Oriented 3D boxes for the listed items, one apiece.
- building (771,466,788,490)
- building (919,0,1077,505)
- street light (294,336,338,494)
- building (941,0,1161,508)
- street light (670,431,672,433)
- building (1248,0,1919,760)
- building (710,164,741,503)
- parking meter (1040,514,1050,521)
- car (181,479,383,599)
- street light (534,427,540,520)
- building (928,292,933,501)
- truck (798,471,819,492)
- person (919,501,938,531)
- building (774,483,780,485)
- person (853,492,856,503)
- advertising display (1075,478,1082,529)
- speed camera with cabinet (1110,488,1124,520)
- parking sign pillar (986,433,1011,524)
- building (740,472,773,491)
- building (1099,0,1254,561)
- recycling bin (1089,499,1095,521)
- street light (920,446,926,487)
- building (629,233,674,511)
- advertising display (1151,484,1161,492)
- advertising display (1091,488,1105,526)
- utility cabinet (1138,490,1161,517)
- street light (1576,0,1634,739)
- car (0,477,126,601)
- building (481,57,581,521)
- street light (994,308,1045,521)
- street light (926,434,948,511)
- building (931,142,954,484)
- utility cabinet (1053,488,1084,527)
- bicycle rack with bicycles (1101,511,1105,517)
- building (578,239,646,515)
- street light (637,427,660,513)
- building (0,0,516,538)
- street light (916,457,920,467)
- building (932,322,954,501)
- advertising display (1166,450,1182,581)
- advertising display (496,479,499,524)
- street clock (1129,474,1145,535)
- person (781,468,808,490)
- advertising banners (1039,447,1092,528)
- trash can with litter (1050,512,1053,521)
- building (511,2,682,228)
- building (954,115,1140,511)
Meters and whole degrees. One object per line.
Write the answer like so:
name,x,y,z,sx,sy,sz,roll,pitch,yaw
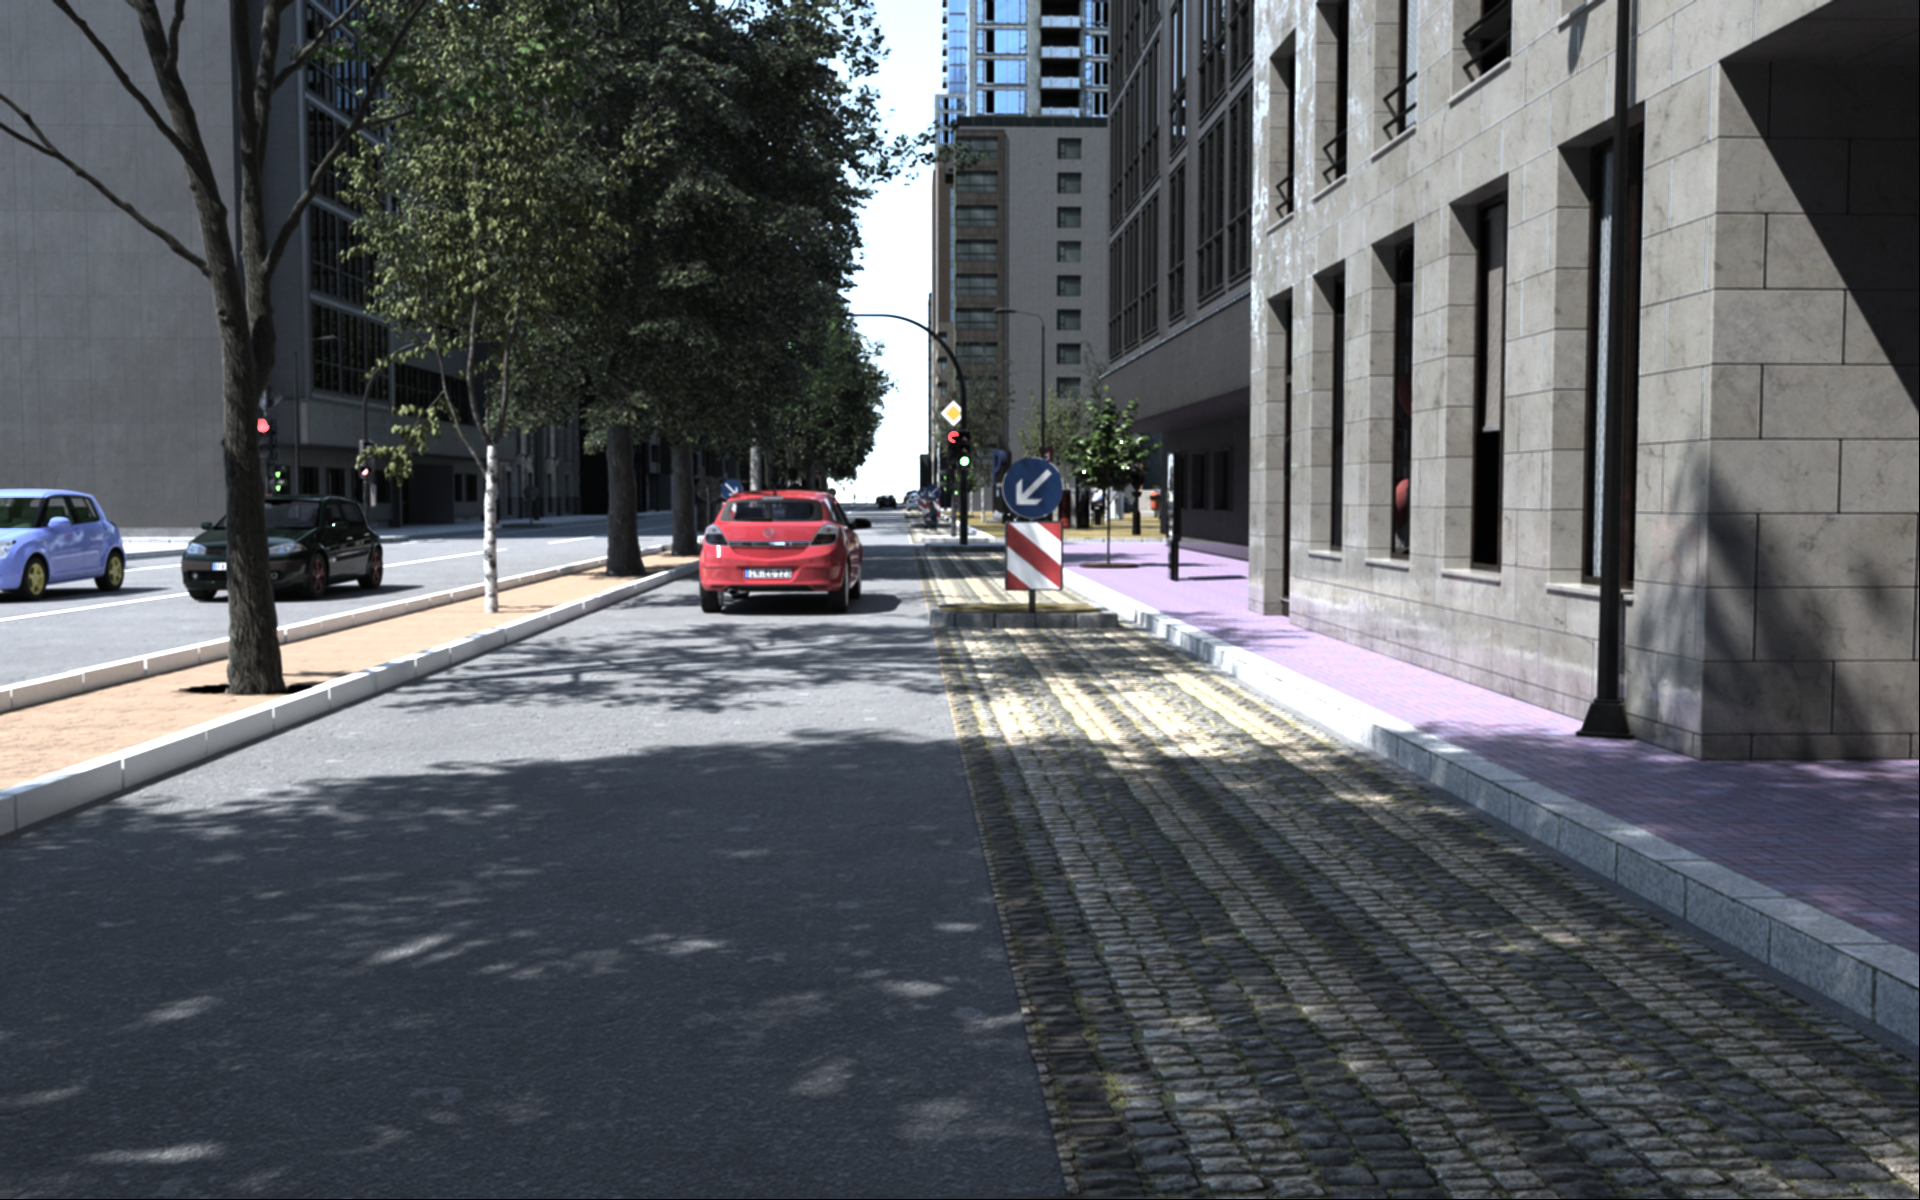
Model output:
building,-34.881,-30.806,275.379,14.160,30.474,14.107,0,4,-2
building,4.931,-58.521,269.485,22.319,86.520,31.000,0,4,-2
street light,-18.998,-4.804,51.083,1.470,5.913,1.316,0,4,-2
building,9.476,-51.636,156.921,22.319,86.520,31.000,0,4,-2
street light,-21.760,-9.483,127.590,1.470,5.913,1.316,0,4,-2
building,8.662,-9.512,10.275,10.420,20.320,16.860,0,4,-2
building,-31.854,-30.957,189.736,14.154,41.232,14.086,0,4,-2
parking meter,2.747,-3.072,55.938,0.255,1.863,0.399,0,4,-5
car,-9.627,-0.919,24.806,2.009,1.686,4.222,0,4,-2
street light,-20.263,-6.876,84.968,1.470,5.913,1.316,0,4,-2
building,2.380,-29.121,247.823,14.160,30.474,14.107,0,4,-2
truck,-14.786,-11.400,175.308,2.839,4.237,11.283,0,4,-3
person,-1.202,-3.276,67.564,0.738,1.151,1.012,0,4,-4
building,-38.031,-36.611,253.212,22.147,44.769,28.867,0,4,-2
person,-16.451,-16.068,271.740,0.617,1.759,0.750,-3,5,-40
advertising display,4.393,-3.594,63.982,0.123,1.923,0.974,1,4,12
speed camera with cabinet,7.763,-5.648,86.682,0.660,3.252,2.038,1,4,15
parking sign pillar,1.844,-5.350,75.946,1.447,3.967,1.447,-1,4,-18
building,-36.874,-34.827,224.045,22.147,44.769,28.867,0,4,-2
building,10.924,-14.525,30.991,14.314,27.812,24.014,0,4,-2
recycling bin,6.146,-4.320,83.188,0.722,1.027,0.722,1,4,13
street light,-2.898,-12.012,168.932,1.470,5.913,1.316,0,4,-2
building,-29.662,-22.096,132.965,14.160,30.474,14.107,0,4,-2
advertising display,12.623,-6.476,111.092,0.123,1.923,0.974,-2,4,-32
advertising display,5.656,-4.025,71.021,0.123,1.923,0.974,-2,4,-26
utility cabinet,10.242,-5.237,94.311,0.318,1.500,1.173,-3,5,-41
street light,2.907,-2.232,9.037,1.470,5.913,1.316,0,4,-2
car,-13.263,-0.899,24.289,1.945,1.707,3.694,0,4,-2
building,-28.477,-18.107,93.305,12.463,27.353,25.104,0,4,-2
street light,1.542,-4.340,43.494,1.470,5.913,1.316,0,4,-2
street light,-1.678,-9.907,134.519,1.470,5.913,1.316,0,4,-2
building,3.964,-34.794,218.987,14.600,45.320,14.200,0,4,-2
utility cabinet,4.113,-3.494,65.799,1.173,1.500,0.318,0,4,2
bicycle rack with bicycles,7.032,-4.986,94.900,2.852,0.926,2.925,-2,4,-35
building,-28.171,-17.409,114.320,12.332,23.373,15.834,0,4,-2
street light,-21.468,-8.949,118.855,1.470,5.913,1.316,0,4,-2
building,-27.157,-15.045,65.044,14.314,24.678,30.058,0,4,-2
street light,-4.095,-14.107,203.190,1.470,5.913,1.316,0,4,-2
building,11.057,-21.062,189.403,27.650,21.520,28.899,0,4,-2
advertising display,3.193,-1.264,25.888,0.123,1.923,0.974,0,4,1
advertising display,-19.798,-4.190,73.716,0.123,1.923,0.974,0,4,-1
street clock,5.550,-3.049,54.428,0.358,2.002,0.471,-3,5,-39
person,-2.998,-1.434,31.308,0.474,1.900,0.648,2,4,28
advertising banners,3.941,-4.198,64.829,2.074,3.025,0.090,-1,4,-14
trash can with litter,3.587,-3.409,67.120,1.055,1.170,0.624,0,4,-3
building,-31.275,-30.366,146.591,14.600,45.320,14.200,0,4,-2
building,6.466,-22.281,136.000,14.160,30.474,14.107,0,4,-2
